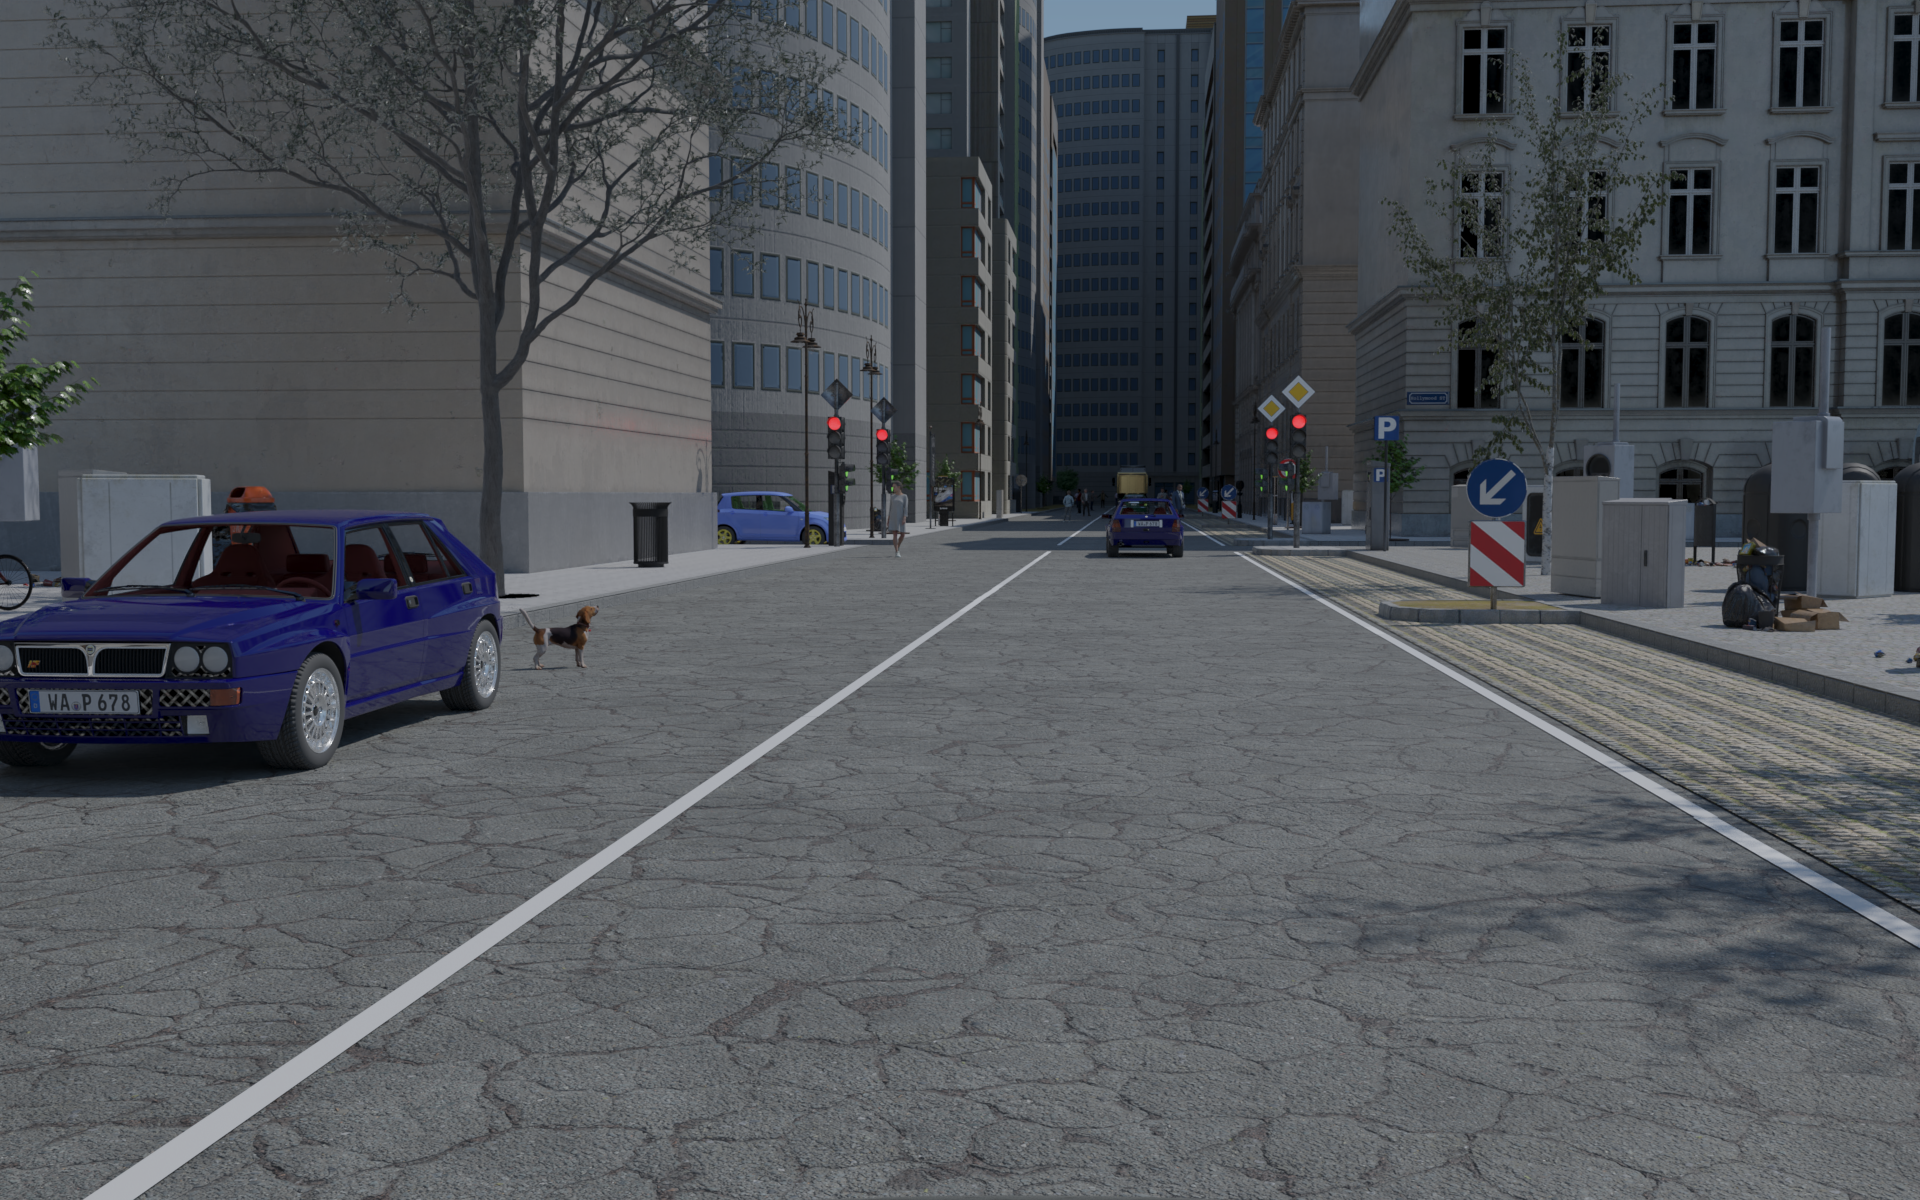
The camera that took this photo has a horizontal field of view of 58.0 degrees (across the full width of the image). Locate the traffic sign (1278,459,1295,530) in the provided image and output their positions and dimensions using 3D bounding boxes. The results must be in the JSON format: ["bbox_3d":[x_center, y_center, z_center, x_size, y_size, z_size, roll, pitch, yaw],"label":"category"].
[{"bbox_3d":[11.824,-3.810,62.392,0.768,2.556,0.104,1,4,10],"label":"traffic sign"}]

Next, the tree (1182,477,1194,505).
[{"bbox_3d":[25.674,-12.350,196.525,1.663,3.219,1.824,0,3,0],"label":"tree"}]

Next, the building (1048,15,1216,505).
[{"bbox_3d":[20.979,-41.353,218.112,28.212,58.520,21.231,0,4,6],"label":"building"}]

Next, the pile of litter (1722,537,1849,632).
[{"bbox_3d":[8.033,-0.174,16.809,1.719,0.858,1.176,-3,4,-38],"label":"pile of litter"}]

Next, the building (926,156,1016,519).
[{"bbox_3d":[-11.371,-15.881,104.691,27.650,21.520,28.899,0,4,6],"label":"building"}]

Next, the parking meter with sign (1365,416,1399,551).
[{"bbox_3d":[9.554,-2.643,39.470,0.543,3.016,1.738,0,4,4],"label":"parking meter with sign"}]

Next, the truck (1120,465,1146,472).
[{"bbox_3d":[17.398,-11.326,174.098,2.839,4.237,11.283,0,4,6],"label":"truck"}]

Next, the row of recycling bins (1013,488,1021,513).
[{"bbox_3d":[2.463,-6.905,120.002,3.534,1.692,1.069,0,4,3],"label":"row of recycling bins"}]

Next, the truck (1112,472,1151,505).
[{"bbox_3d":[14.885,-9.420,149.938,3.469,3.379,9.791,0,4,5],"label":"truck"}]

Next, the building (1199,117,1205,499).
[{"bbox_3d":[33.438,-30.978,190.081,14.154,41.232,14.086,0,4,6],"label":"building"}]

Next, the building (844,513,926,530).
[{"bbox_3d":[-13.397,-32.045,65.927,21.231,58.520,28.212,0,4,6],"label":"building"}]

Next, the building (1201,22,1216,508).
[{"bbox_3d":[35.232,-33.494,171.323,21.300,48.544,21.600,0,4,6],"label":"building"}]

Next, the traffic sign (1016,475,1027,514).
[{"bbox_3d":[4.007,-6.920,113.249,0.768,2.556,0.104,1,4,9],"label":"traffic sign"}]

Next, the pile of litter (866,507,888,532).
[{"bbox_3d":[-2.632,-2.791,59.592,1.176,0.858,1.719,-1,4,-9],"label":"pile of litter"}]

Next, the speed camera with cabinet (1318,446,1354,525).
[{"bbox_3d":[15.783,-4.704,71.239,2.038,3.252,0.660,3,4,36],"label":"speed camera with cabinet"}]

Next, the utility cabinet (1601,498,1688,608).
[{"bbox_3d":[7.837,-0.534,19.899,0.306,1.237,1.020,-1,4,-23],"label":"utility cabinet"}]

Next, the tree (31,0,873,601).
[{"bbox_3d":[-5.656,-6.769,21.043,12.009,13.543,11.850,0,3,0],"label":"tree"}]

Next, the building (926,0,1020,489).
[{"bbox_3d":[-2.946,-27.444,132.299,14.154,41.232,14.086,0,4,6],"label":"building"}]

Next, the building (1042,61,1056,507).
[{"bbox_3d":[1.737,-32.057,174.250,14.600,45.320,14.200,0,4,6],"label":"building"}]

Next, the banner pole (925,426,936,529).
[{"bbox_3d":[-1.018,-4.491,63.440,0.401,3.779,0.863,-1,4,-17],"label":"banner pole"}]

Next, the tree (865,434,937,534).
[{"bbox_3d":[-1.992,-3.725,55.501,1.663,3.219,1.824,0,3,0],"label":"tree"}]

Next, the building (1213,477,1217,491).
[{"bbox_3d":[32.916,-43.492,149.344,20.563,71.187,20.611,0,4,6],"label":"building"}]

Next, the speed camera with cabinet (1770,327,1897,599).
[{"bbox_3d":[10.733,-1.645,21.236,2.038,3.252,0.660,-3,4,-37],"label":"speed camera with cabinet"}]

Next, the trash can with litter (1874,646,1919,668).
[{"bbox_3d":[7.887,-0.125,13.108,1.678,1.210,2.233,3,5,42],"label":"trash can with litter"}]

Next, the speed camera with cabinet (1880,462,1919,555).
[{"bbox_3d":[21.272,-2.687,38.270,0.660,3.252,2.038,0,4,3],"label":"speed camera with cabinet"}]

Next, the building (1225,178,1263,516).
[{"bbox_3d":[24.259,-16.454,110.824,13.314,21.916,24.055,0,4,6],"label":"building"}]

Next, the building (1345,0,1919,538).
[{"bbox_3d":[30.547,-14.395,54.441,34.723,24.649,14.460,0,4,6],"label":"building"}]

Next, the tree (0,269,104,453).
[{"bbox_3d":[-7.469,-1.105,12.670,1.663,3.219,1.824,0,3,0],"label":"tree"}]

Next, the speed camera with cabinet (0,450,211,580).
[{"bbox_3d":[-7.553,-1.253,14.815,2.038,3.252,0.660,-1,4,-16],"label":"speed camera with cabinet"}]

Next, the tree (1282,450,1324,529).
[{"bbox_3d":[12.809,-4.296,64.843,1.663,3.219,1.824,0,3,0],"label":"tree"}]

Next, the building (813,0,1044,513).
[{"bbox_3d":[-3.856,-37.375,153.076,21.231,58.520,28.212,0,4,6],"label":"building"}]

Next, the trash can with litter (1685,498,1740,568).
[{"bbox_3d":[13.405,-1.207,30.793,1.678,1.210,2.233,-1,4,-14],"label":"trash can with litter"}]

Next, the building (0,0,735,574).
[{"bbox_3d":[-17.367,-15.124,34.672,23.554,28.519,14.401,0,4,6],"label":"building"}]

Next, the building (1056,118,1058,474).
[{"bbox_3d":[3.354,-33.141,191.969,14.200,45.320,14.600,0,4,6],"label":"building"}]

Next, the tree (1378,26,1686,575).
[{"bbox_3d":[9.095,-4.705,27.294,4.360,8.622,3.978,0,3,0],"label":"tree"}]

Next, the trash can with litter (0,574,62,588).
[{"bbox_3d":[-12.513,-0.817,24.422,2.233,1.210,1.678,1,4,20],"label":"trash can with litter"}]

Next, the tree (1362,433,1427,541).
[{"bbox_3d":[12.008,-3.247,47.684,1.663,3.219,1.824,0,3,0],"label":"tree"}]

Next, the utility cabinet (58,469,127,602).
[{"bbox_3d":[-8.049,-0.455,16.125,0.318,1.500,1.173,-3,5,-41],"label":"utility cabinet"}]

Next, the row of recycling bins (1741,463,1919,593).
[{"bbox_3d":[12.295,-0.970,22.978,3.534,1.692,1.069,0,4,7],"label":"row of recycling bins"}]

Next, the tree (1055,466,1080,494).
[{"bbox_3d":[12.510,-13.362,202.174,4.285,4.588,4.351,0,3,0],"label":"tree"}]

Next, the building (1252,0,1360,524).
[{"bbox_3d":[21.605,-17.676,86.267,12.463,27.353,25.104,0,4,6],"label":"building"}]

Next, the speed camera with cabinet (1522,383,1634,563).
[{"bbox_3d":[11.227,-2.275,31.529,0.660,3.252,2.038,-2,4,-31],"label":"speed camera with cabinet"}]

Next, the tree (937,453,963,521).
[{"bbox_3d":[-0.650,-5.331,81.771,1.663,3.219,1.824,0,3,0],"label":"tree"}]

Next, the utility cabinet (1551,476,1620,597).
[{"bbox_3d":[7.843,-0.798,21.722,0.318,1.500,1.173,0,4,-7],"label":"utility cabinet"}]

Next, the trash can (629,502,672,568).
[{"bbox_3d":[-5.424,-1.145,30.369,0.748,1.137,0.748,0,3,0],"label":"trash can"}]

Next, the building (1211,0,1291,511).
[{"bbox_3d":[26.854,-29.546,133.184,14.600,45.320,14.200,0,4,6],"label":"building"}]

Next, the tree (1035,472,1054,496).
[{"bbox_3d":[7.201,-9.347,147.427,1.663,3.219,1.824,0,3,0],"label":"tree"}]

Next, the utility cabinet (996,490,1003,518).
[{"bbox_3d":[2.125,-5.153,92.925,0.318,1.500,1.173,0,4,5],"label":"utility cabinet"}]
